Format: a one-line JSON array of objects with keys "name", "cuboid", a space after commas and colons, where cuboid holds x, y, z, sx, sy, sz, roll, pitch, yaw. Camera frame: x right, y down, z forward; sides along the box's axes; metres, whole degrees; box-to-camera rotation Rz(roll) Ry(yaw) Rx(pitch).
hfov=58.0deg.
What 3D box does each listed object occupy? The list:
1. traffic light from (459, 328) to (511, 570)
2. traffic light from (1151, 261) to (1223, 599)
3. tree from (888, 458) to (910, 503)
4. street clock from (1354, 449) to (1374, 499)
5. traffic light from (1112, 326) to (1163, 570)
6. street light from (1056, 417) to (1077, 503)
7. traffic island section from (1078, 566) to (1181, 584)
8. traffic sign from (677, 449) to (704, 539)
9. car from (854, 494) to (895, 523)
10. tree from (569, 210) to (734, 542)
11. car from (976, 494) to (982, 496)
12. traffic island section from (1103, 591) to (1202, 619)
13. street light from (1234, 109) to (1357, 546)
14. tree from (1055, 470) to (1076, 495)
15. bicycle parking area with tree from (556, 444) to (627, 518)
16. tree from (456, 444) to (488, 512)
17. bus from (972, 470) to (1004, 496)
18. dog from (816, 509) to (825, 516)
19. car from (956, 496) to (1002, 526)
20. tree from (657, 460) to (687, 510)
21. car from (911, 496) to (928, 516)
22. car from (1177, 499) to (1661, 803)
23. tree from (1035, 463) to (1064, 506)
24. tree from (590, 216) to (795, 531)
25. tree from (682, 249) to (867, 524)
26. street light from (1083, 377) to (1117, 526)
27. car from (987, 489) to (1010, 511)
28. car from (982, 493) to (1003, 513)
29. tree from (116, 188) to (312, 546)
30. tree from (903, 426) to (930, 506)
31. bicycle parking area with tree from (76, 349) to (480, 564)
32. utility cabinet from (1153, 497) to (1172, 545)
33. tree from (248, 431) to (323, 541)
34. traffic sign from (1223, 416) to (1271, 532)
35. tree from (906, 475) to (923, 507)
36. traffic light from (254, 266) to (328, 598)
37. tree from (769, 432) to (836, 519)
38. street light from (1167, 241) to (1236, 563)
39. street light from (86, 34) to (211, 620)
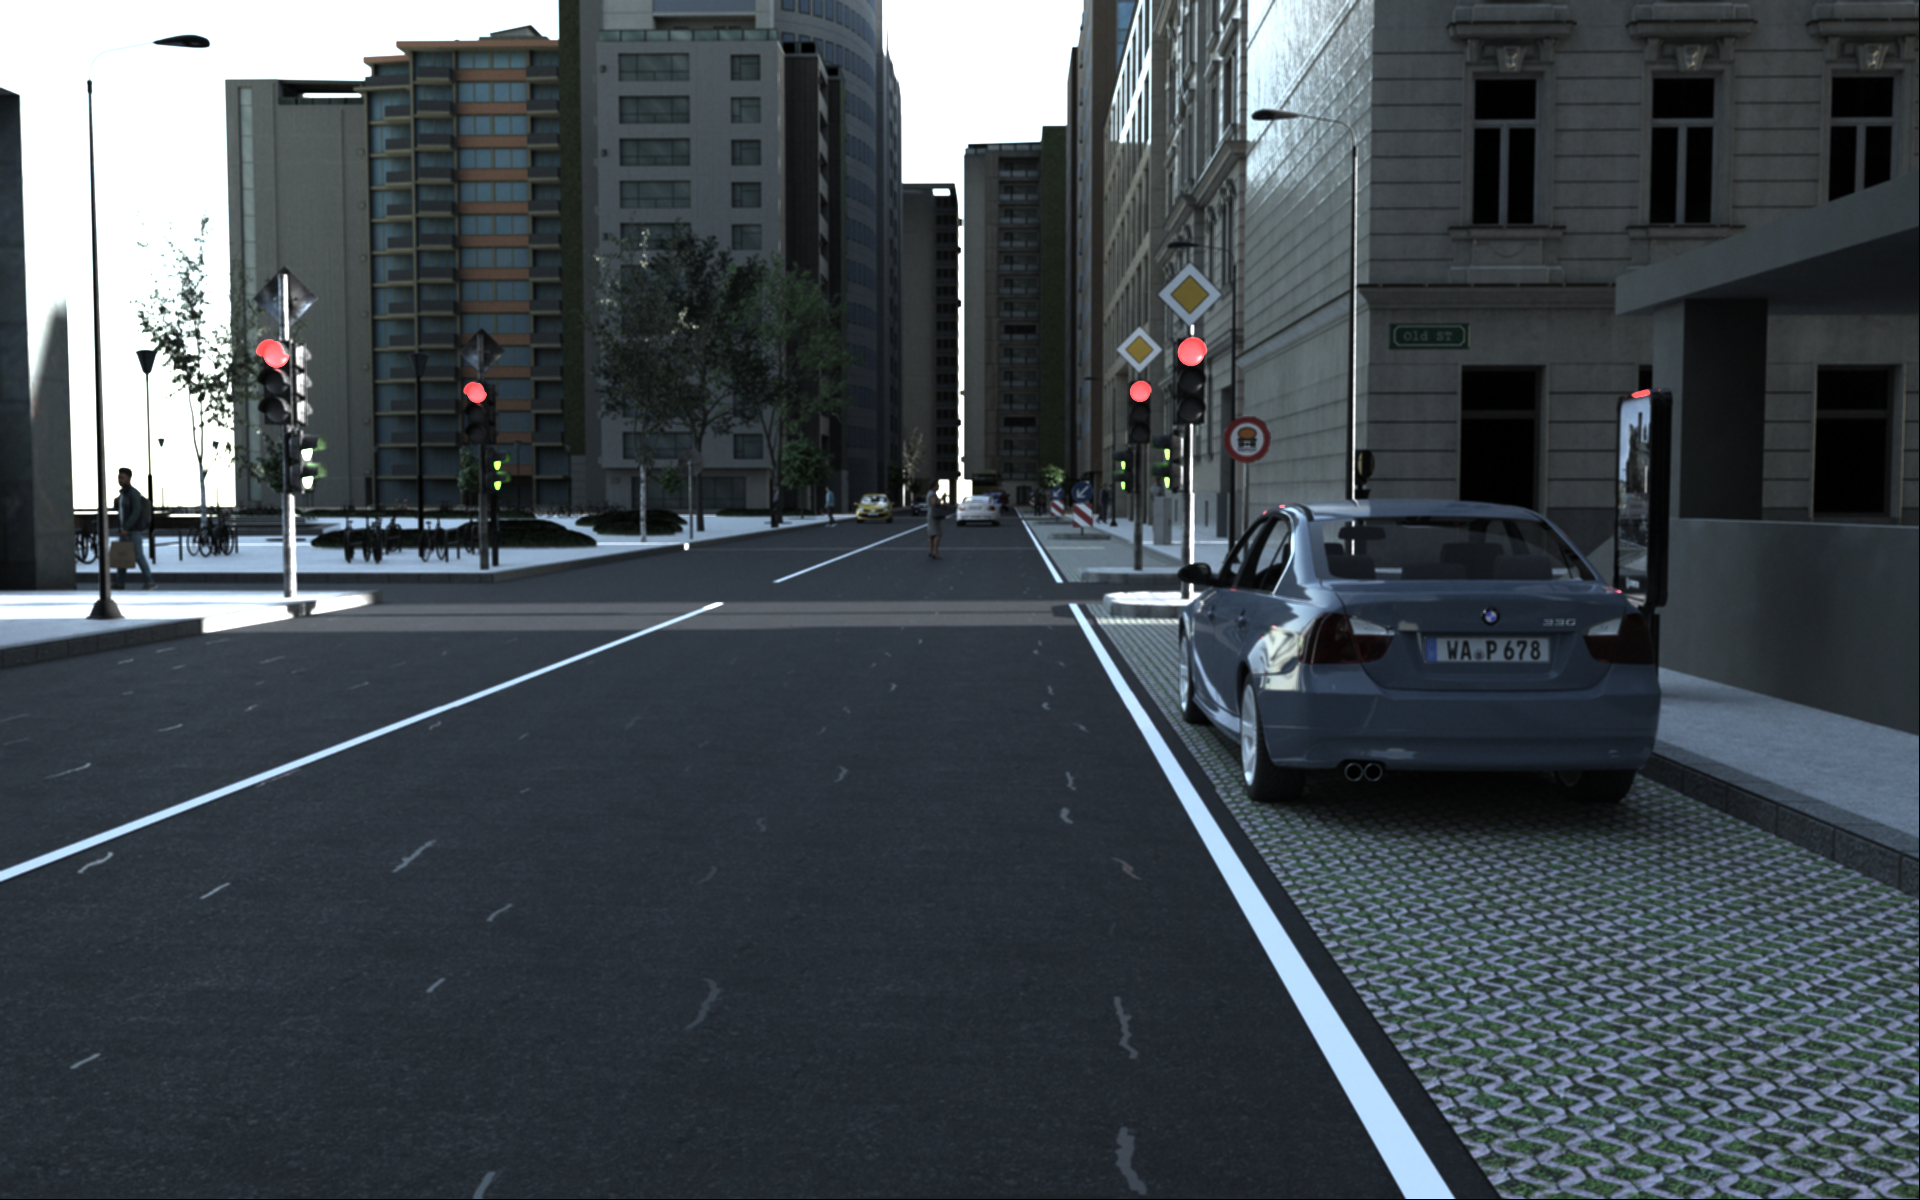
[{"name": "traffic light", "cuboid": [-8.078, -2.474, 29.364, 0.839, 4.253, 0.868, 0, 4, 2]}, {"name": "traffic light", "cuboid": [2.762, -1.968, 21.098, 0.839, 4.253, 0.868, 0, 4, 2]}, {"name": "tree", "cuboid": [-6.251, -10.562, 156.403, 4.285, 4.588, 4.351, 0, 3, 0]}, {"name": "street clock", "cuboid": [6.495, -1.442, 28.149, 0.471, 2.002, 0.358, -3, 5, -42]}, {"name": "traffic light", "cuboid": [2.980, -2.456, 29.081, 0.839, 4.253, 0.868, 0, 4, 2]}, {"name": "street light", "cuboid": [6.463, -8.050, 104.160, 1.470, 5.913, 1.316, 0, 4, 2]}, {"name": "traffic island section", "cuboid": [3.019, -0.423, 29.193, 2.009, 0.180, 2.903, 0, 4, 2]}, {"name": "traffic sign", "cuboid": [-7.643, -3.003, 49.201, 0.768, 2.556, 0.104, 0, 4, 2]}, {"name": "car", "cuboid": [-4.249, -4.658, 86.385, 2.015, 1.641, 3.980, 0, 3, 0]}, {"name": "tree", "cuboid": [-8.236, -5.855, 46.096, 4.360, 8.622, 3.978, 0, 3, 0]}, {"name": "car", "cuboid": [2.151, -9.284, 163.597, 2.131, 1.459, 4.920, 0, 4, 3]}, {"name": "traffic island section", "cuboid": [2.802, 0.065, 21.211, 2.009, 0.180, 2.903, 0, 4, 2]}, {"name": "street light", "cuboid": [4.216, -2.967, 21.046, 1.470, 5.913, 1.316, 0, 4, 2]}, {"name": "tree", "cuboid": [8.498, -8.715, 137.093, 1.663, 3.219, 1.824, 0, 3, 0]}, {"name": "bicycle parking area with tree", "cuboid": [-22.958, -6.678, 96.183, 9.016, 4.147, 8.231, 2, 4, 32]}, {"name": "tree", "cuboid": [-17.813, -4.176, 62.887, 1.663, 3.219, 1.824, 0, 3, 0]}, {"name": "bus", "cuboid": [2.758, -11.118, 173.329, 2.896, 3.916, 12.252, 0, 4, 4]}, {"name": "dog", "cuboid": [-8.426, -5.233, 103.298, 0.550, 0.427, 0.748, -3, 5, -42]}, {"name": "car", "cuboid": [0.843, -4.048, 78.543, 2.083, 1.381, 4.827, 0, 4, 3]}, {"name": "tree", "cuboid": [-16.267, -6.329, 98.073, 1.663, 3.219, 1.824, 0, 3, 0]}, {"name": "car", "cuboid": [-2.266, -6.290, 115.419, 1.945, 1.354, 3.894, 0, 4, 2]}, {"name": "car", "cuboid": [2.228, 0.165, 9.313, 2.014, 1.417, 4.499, 0, 4, 1]}, {"name": "tree", "cuboid": [9.542, -12.107, 181.665, 4.285, 4.588, 4.351, 0, 3, 0]}, {"name": "tree", "cuboid": [-9.229, -7.640, 59.323, 7.601, 10.594, 8.767, -3, 5, -44]}, {"name": "tree", "cuboid": [-8.061, -9.134, 75.093, 9.928, 11.665, 9.643, 0, 3, 0]}, {"name": "street light", "cuboid": [5.574, -5.888, 68.803, 1.470, 5.913, 1.316, 0, 4, 2]}, {"name": "car", "cuboid": [3.049, -8.336, 144.963, 2.281, 1.827, 5.304, 0, 4, 1]}, {"name": "car", "cuboid": [2.262, -7.421, 130.923, 1.945, 1.707, 3.694, 0, 4, 1]}, {"name": "tree", "cuboid": [-18.403, -5.627, 42.361, 4.360, 8.622, 3.978, 0, 3, 0]}, {"name": "tree", "cuboid": [-5.327, -14.161, 181.895, 4.360, 8.622, 3.978, 0, 3, 0]}, {"name": "bicycle parking area with tree", "cuboid": [-13.591, -2.920, 34.744, 8.231, 4.147, 9.016, 0, 4, 4]}, {"name": "utility cabinet", "cuboid": [5.167, -2.013, 44.080, 0.306, 1.237, 1.020, 1, 4, 17]}, {"name": "tree", "cuboid": [-18.422, -3.229, 47.399, 1.663, 3.219, 1.824, 0, 3, 0]}, {"name": "traffic sign", "cuboid": [4.682, -1.725, 28.306, 0.768, 2.556, 0.104, 1, 4, 8]}, {"name": "tree", "cuboid": [-4.501, -11.126, 176.507, 1.663, 3.219, 1.824, 0, 3, 0]}, {"name": "traffic light", "cuboid": [-8.295, -1.985, 21.382, 0.839, 4.253, 0.868, 0, 4, 2]}, {"name": "tree", "cuboid": [-8.209, -6.452, 89.211, 4.285, 4.588, 4.351, 0, 3, 0]}, {"name": "street light", "cuboid": [4.493, -3.633, 31.942, 1.470, 5.913, 1.316, 0, 4, 2]}, {"name": "street light", "cuboid": [-8.274, -2.760, 17.673, 1.470, 5.913, 1.316, 0, 4, 2]}]
